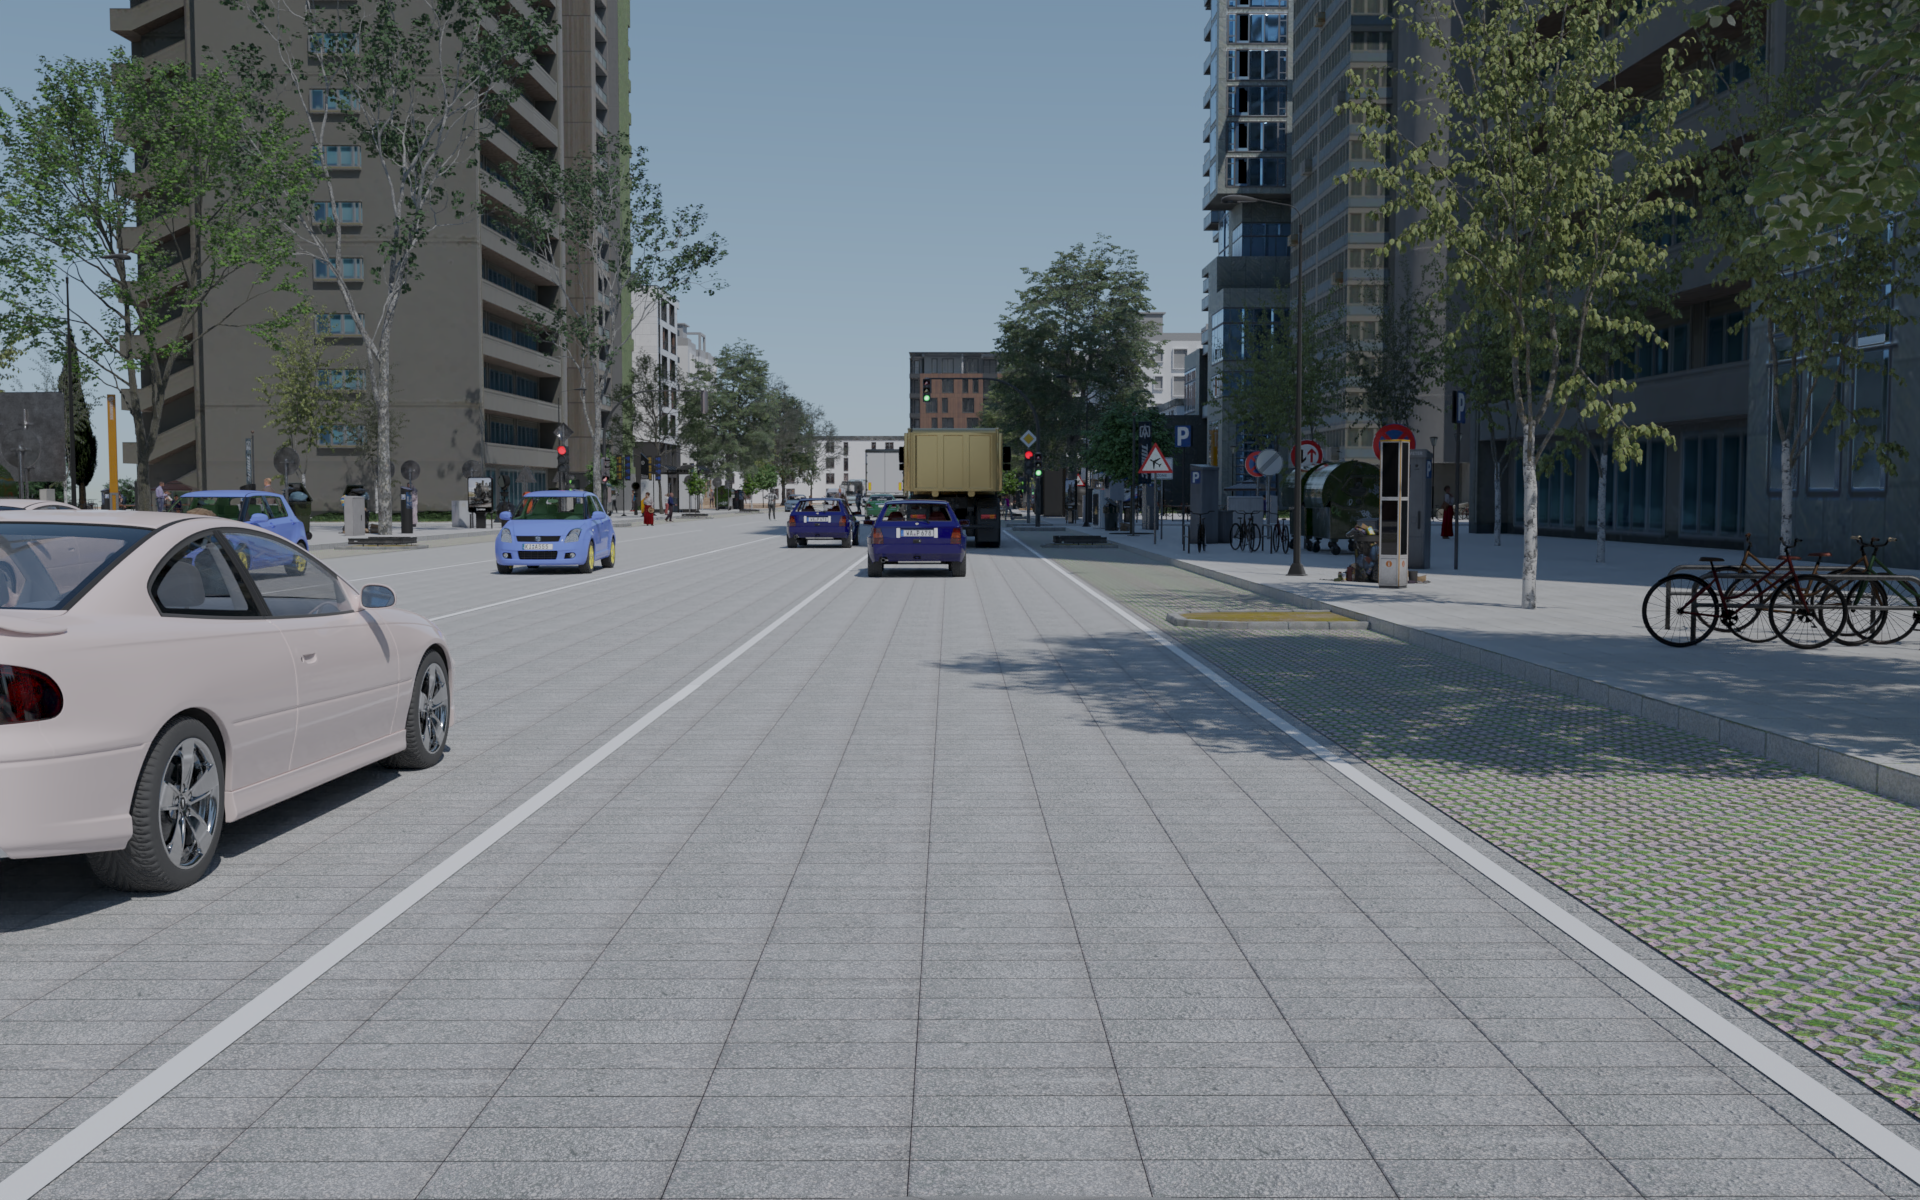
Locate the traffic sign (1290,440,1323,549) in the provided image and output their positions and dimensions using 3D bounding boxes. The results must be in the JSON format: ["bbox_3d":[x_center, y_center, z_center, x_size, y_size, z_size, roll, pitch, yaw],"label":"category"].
[{"bbox_3d":[8.096,-2.472,40.524,0.768,2.556,0.104,0,4,1],"label":"traffic sign"}]

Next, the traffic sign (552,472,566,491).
[{"bbox_3d":[-17.776,-4.726,77.271,0.884,2.594,0.081,1,4,8],"label":"traffic sign"}]

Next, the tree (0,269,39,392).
[{"bbox_3d":[-26.281,-5.759,44.524,4.737,8.622,4.395,0,3,0],"label":"tree"}]

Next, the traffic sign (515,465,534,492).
[{"bbox_3d":[-19.762,-4.806,78.589,0.884,2.594,0.081,0,4,7],"label":"traffic sign"}]

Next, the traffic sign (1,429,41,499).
[{"bbox_3d":[-18.264,-2.055,33.699,0.768,2.556,0.104,0,4,1],"label":"traffic sign"}]

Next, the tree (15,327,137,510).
[{"bbox_3d":[-72.637,-14.562,139.902,13.155,14.587,18.604,0,4,5],"label":"tree"}]

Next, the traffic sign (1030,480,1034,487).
[{"bbox_3d":[6.290,-9.044,147.975,0.768,2.556,0.104,0,4,3],"label":"traffic sign"}]

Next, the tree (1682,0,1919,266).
[{"bbox_3d":[6.665,-5.489,7.877,7.486,12.596,7.792,0,3,0],"label":"tree"}]

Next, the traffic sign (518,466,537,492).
[{"bbox_3d":[-20.036,-4.908,80.241,0.884,2.594,0.081,0,4,3],"label":"traffic sign"}]

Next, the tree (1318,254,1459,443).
[{"bbox_3d":[13.152,-6.245,52.470,4.360,8.622,3.978,0,3,0],"label":"tree"}]

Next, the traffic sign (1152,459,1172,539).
[{"bbox_3d":[5.685,-2.855,48.808,0.606,2.300,0.079,0,4,5],"label":"traffic sign"}]

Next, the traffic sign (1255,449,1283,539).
[{"bbox_3d":[8.743,-2.992,49.030,0.768,2.556,0.104,0,4,7],"label":"traffic sign"}]

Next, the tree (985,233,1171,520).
[{"bbox_3d":[5.509,-10.959,85.838,9.857,13.997,8.962,0,3,0],"label":"tree"}]

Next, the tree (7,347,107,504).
[{"bbox_3d":[-43.549,-8.150,83.619,4.360,8.622,3.978,0,3,0],"label":"tree"}]

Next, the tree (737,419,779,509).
[{"bbox_3d":[-18.097,-12.288,151.270,4.737,8.622,4.395,0,3,0],"label":"tree"}]

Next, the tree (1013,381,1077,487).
[{"bbox_3d":[5.367,-9.461,105.041,4.737,8.622,4.395,0,3,0],"label":"tree"}]

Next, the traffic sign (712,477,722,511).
[{"bbox_3d":[-18.560,-8.089,132.363,0.768,2.556,0.104,0,4,3],"label":"traffic sign"}]

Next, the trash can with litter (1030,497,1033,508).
[{"bbox_3d":[6.149,-8.515,150.606,1.055,1.170,0.624,-3,5,-41],"label":"trash can with litter"}]

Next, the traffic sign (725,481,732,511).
[{"bbox_3d":[-17.508,-7.882,131.003,0.606,2.300,0.079,1,4,9],"label":"traffic sign"}]

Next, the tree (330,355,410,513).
[{"bbox_3d":[-30.929,-8.622,91.340,4.360,8.622,3.978,0,3,0],"label":"tree"}]

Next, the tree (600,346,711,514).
[{"bbox_3d":[-19.333,-10.735,109.922,7.601,10.594,8.767,0,4,-8],"label":"tree"}]

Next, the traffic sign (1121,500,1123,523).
[{"bbox_3d":[6.268,-4.096,67.071,0.768,2.556,0.104,0,4,6],"label":"traffic sign"}]

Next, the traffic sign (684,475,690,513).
[{"bbox_3d":[-18.121,-7.088,115.997,0.768,2.556,0.104,0,4,7],"label":"traffic sign"}]

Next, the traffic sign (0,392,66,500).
[{"bbox_3d":[-18.936,-2.489,34.570,2.265,3.308,0.079,0,4,5],"label":"traffic sign"}]

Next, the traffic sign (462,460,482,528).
[{"bbox_3d":[-18.220,-3.949,64.679,0.768,2.556,0.104,0,4,3],"label":"traffic sign"}]

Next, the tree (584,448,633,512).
[{"bbox_3d":[-24.710,-8.440,121.713,4.285,4.588,4.351,0,3,0],"label":"tree"}]

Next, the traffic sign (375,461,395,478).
[{"bbox_3d":[-21.128,-3.886,63.636,0.768,2.556,0.104,0,4,5],"label":"traffic sign"}]

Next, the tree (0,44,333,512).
[{"bbox_3d":[-18.553,-6.953,39.434,9.928,11.665,9.643,0,3,0],"label":"tree"}]

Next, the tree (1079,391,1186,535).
[{"bbox_3d":[5.538,-4.386,55.425,4.285,4.588,4.351,0,3,0],"label":"tree"}]

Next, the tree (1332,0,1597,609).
[{"bbox_3d":[6.256,-4.195,18.959,4.737,8.622,4.395,0,3,0],"label":"tree"}]

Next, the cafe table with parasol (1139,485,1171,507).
[{"bbox_3d":[13.238,-6.959,118.641,2.610,1.966,2.610,0,4,-4],"label":"cafe table with parasol"}]

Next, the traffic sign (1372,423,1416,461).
[{"bbox_3d":[7.837,-1.910,31.328,0.768,2.556,0.104,1,4,9],"label":"traffic sign"}]

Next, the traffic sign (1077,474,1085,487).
[{"bbox_3d":[7.572,-6.794,111.080,0.884,2.594,0.081,0,4,4],"label":"traffic sign"}]

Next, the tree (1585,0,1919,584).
[{"bbox_3d":[11.843,-4.520,24.264,4.737,8.622,4.395,0,3,0],"label":"tree"}]

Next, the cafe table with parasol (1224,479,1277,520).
[{"bbox_3d":[13.520,-4.633,80.616,2.610,1.966,2.610,0,4,-3],"label":"cafe table with parasol"}]

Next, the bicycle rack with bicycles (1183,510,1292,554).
[{"bbox_3d":[6.025,-1.526,38.338,2.852,0.926,2.925,0,4,5],"label":"bicycle rack with bicycles"}]

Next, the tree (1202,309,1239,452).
[{"bbox_3d":[11.337,-6.558,57.586,4.737,8.622,4.395,0,3,0],"label":"tree"}]

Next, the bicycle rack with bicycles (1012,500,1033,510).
[{"bbox_3d":[5.575,-7.994,144.076,2.925,0.926,2.852,2,4,34],"label":"bicycle rack with bicycles"}]

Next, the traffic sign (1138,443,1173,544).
[{"bbox_3d":[4.969,-2.695,44.067,0.884,2.594,0.081,0,4,7],"label":"traffic sign"}]

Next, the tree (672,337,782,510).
[{"bbox_3d":[-19.024,-14.414,142.329,9.857,13.997,8.962,0,3,0],"label":"tree"}]

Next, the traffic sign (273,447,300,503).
[{"bbox_3d":[-18.277,-2.869,47.007,0.768,2.556,0.104,1,4,9],"label":"traffic sign"}]

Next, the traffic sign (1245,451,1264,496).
[{"bbox_3d":[8.839,-3.136,51.387,0.768,2.556,0.104,1,4,9],"label":"traffic sign"}]

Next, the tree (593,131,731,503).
[{"bbox_3d":[-17.362,-14.226,88.481,12.611,20.169,13.585,0,3,0],"label":"tree"}]

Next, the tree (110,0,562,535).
[{"bbox_3d":[-19.363,-12.154,54.614,12.611,20.169,13.585,0,3,0],"label":"tree"}]

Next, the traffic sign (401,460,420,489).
[{"bbox_3d":[-20.639,-3.972,65.052,0.768,2.556,0.104,0,4,6],"label":"traffic sign"}]

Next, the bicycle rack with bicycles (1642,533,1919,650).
[{"bbox_3d":[7.421,-0.106,15.113,2.925,0.926,2.852,1,4,17],"label":"bicycle rack with bicycles"}]

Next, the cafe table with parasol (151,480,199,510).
[{"bbox_3d":[-38.732,-4.933,85.519,2.610,1.966,2.610,3,5,42],"label":"cafe table with parasol"}]
